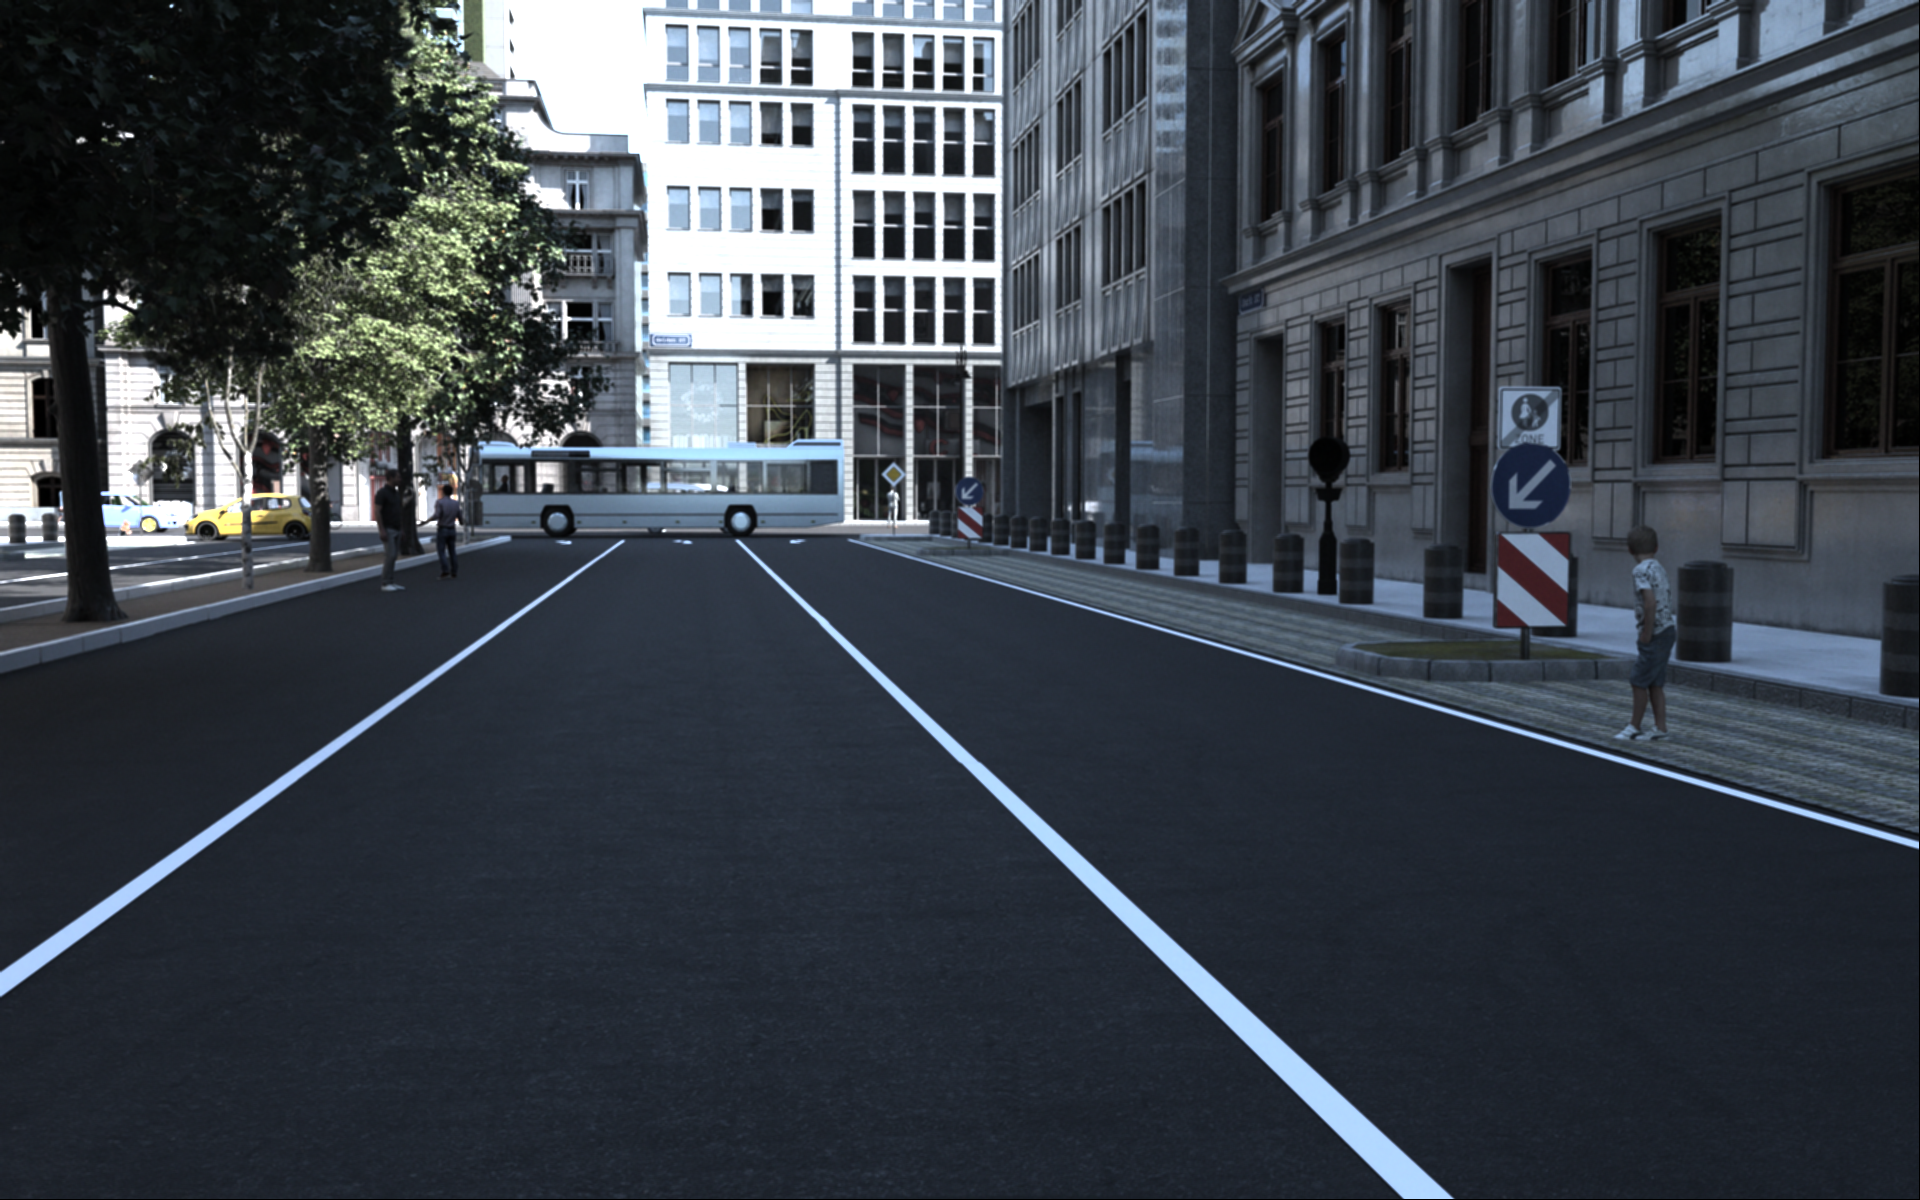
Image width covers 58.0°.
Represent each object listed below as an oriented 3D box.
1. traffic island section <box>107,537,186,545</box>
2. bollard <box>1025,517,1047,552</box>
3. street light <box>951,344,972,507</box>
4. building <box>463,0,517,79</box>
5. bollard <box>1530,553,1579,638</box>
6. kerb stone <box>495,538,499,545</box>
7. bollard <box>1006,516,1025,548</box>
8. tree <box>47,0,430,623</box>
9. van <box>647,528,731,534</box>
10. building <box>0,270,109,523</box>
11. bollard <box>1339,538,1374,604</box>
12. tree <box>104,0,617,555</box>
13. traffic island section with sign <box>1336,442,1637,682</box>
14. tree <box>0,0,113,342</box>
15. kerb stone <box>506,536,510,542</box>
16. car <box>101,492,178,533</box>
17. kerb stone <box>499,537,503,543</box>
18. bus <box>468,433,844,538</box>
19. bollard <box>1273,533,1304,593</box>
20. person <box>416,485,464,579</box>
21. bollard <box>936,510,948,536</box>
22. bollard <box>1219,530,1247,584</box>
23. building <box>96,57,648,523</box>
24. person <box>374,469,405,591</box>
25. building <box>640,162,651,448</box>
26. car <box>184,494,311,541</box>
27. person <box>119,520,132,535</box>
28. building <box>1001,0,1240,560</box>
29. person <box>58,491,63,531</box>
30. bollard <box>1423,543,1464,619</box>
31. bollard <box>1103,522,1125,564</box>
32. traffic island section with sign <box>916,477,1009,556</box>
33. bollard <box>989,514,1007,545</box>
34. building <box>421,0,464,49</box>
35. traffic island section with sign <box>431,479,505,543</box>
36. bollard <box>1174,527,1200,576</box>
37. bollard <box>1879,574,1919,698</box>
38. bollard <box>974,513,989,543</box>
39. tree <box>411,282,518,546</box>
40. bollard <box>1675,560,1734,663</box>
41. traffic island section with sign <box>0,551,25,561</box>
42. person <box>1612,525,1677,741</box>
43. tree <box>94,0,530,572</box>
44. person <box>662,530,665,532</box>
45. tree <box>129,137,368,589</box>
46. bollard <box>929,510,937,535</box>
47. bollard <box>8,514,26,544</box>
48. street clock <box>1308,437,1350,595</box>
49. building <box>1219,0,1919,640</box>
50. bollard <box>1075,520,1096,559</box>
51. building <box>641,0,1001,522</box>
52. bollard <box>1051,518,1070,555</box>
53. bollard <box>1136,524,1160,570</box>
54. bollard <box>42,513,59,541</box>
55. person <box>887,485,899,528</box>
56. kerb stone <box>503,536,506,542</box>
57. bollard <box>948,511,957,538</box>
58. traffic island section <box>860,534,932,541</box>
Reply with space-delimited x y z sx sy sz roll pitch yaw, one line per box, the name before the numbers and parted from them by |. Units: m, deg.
traffic island section | -23.810 -1.717 50.351 2.009 0.180 2.903 -1 4 -9
bollard | 1.754 -1.471 38.772 0.404 0.777 0.398 0 3 0
street light | 0.040 -4.938 53.527 0.468 5.910 1.993 -1 4 -9
building | -63.874 -39.801 192.740 28.212 58.520 21.231 -1 4 -9
bollard | 5.374 -0.057 15.656 0.404 0.777 0.398 0 3 0
kerb stone | -13.130 -1.615 48.603 0.120 0.150 1.000 -1 4 -9
bollard | 1.395 -1.612 41.079 0.404 0.777 0.398 0 3 0
tree | -10.034 -6.693 19.305 7.806 13.903 7.818 0 3 0
van | -9.730 -3.425 63.003 4.112 2.044 2.013 -1 4 -11
building | -56.531 -15.984 80.415 34.723 24.649 14.460 -1 4 -9
bollard | 4.647 -0.341 20.296 0.404 0.777 0.398 0 3 0
tree | -13.015 -7.396 40.388 9.611 12.733 9.660 0 3 0
traffic island section with sign | 4.173 -0.334 14.088 1.989 1.847 2.006 -1 4 -9
tree | -8.086 -5.581 10.712 9.611 12.733 9.660 0 3 0
kerb stone | -13.611 -1.799 51.661 0.120 0.150 1.000 -1 4 -9
car | -31.203 -3.363 64.576 3.694 1.707 1.945 -1 4 -11
kerb stone | -13.290 -1.678 49.624 0.120 0.150 1.000 -1 4 -9
bus | -10.602 -3.887 58.418 13.247 3.499 2.948 0 4 -8
bollard | 4.286 -0.482 22.604 0.404 0.777 0.398 0 3 0
person | -8.657 -1.147 29.205 0.435 1.587 0.963 2 4 33
bollard | -0.414 -2.320 52.647 0.404 0.777 0.398 0 3 0
bollard | 3.928 -0.624 24.915 0.404 0.777 0.398 0 3 0
building | -27.322 -14.809 83.923 24.055 21.916 13.314 -1 4 -9
person | -8.434 -1.045 25.720 0.434 1.807 0.598 1 4 22
building | -50.188 -38.305 245.902 30.456 49.044 23.786 -1 4 -9
car | -21.996 -2.672 53.913 3.980 1.641 2.015 -1 4 -9
person | -29.044 -2.523 60.233 0.357 0.543 0.381 0 4 8
building | 8.711 -13.794 43.546 12.078 24.808 19.932 -1 4 -9
person | -35.242 -3.640 68.032 0.654 1.822 0.581 1 4 15
bollard | 5.014 -0.199 17.964 0.404 0.777 0.398 0 3 0
bollard | 2.840 -1.047 31.837 0.404 0.777 0.398 0 3 0
traffic island section with sign | 0.000 -1.963 40.719 1.989 1.847 2.006 -1 4 -9
bollard | 1.032 -1.753 43.386 0.404 0.777 0.398 0 3 0
building | -54.967 -51.414 153.288 22.319 86.520 31.000 -1 4 -9
traffic island section with sign | -14.729 -2.683 52.004 2.006 1.907 1.989 -1 4 -9
bollard | 3.564 -0.765 27.222 0.404 0.777 0.398 0 3 0
bollard | 6.097 0.225 11.038 0.404 0.777 0.398 0 3 0
bollard | 0.667 -1.895 45.694 0.404 0.777 0.398 0 3 0
tree | -13.620 -5.796 47.576 4.360 8.622 3.978 0 3 0
bollard | 5.738 0.084 13.350 0.404 0.777 0.398 0 3 0
traffic island section with sign | -21.471 -1.762 37.431 1.989 1.847 2.006 -1 4 -9
person | 3.958 0.195 9.991 0.332 1.250 0.352 -1 4 -17
tree | -11.919 -6.804 31.826 7.486 12.596 7.792 0 3 0
person | -11.441 -3.478 66.094 0.376 1.734 0.841 0 4 -7
tree | -10.706 -4.469 25.888 4.360 8.622 3.978 0 3 0
bollard | -0.778 -2.461 54.954 0.404 0.777 0.398 0 3 0
bollard | -24.395 -1.841 44.815 0.404 0.777 0.398 0 3 0
street clock | 4.691 -1.069 22.055 0.471 2.002 0.358 3 4 36
building | 11.704 -11.448 23.328 11.583 22.565 21.152 -1 4 -9
bollard | 2.478 -1.189 34.157 0.404 0.777 0.398 0 3 0
building | -0.428 -18.869 86.001 29.804 29.767 11.434 -1 4 -9
bollard | 2.116 -1.330 36.464 0.404 0.777 0.398 0 3 0
bollard | 3.202 -0.906 29.529 0.404 0.777 0.398 0 3 0
bollard | -24.763 -1.983 47.133 0.404 0.777 0.398 0 3 0
person | -2.850 -3.976 73.694 0.511 1.800 0.466 0 4 5
kerb stone | -13.453 -1.740 50.647 0.120 0.150 1.000 -1 4 -9
bollard | -0.052 -2.178 50.323 0.404 0.777 0.398 0 3 0
traffic island section | -2.032 -1.924 53.742 2.009 0.180 2.903 -1 4 -9
